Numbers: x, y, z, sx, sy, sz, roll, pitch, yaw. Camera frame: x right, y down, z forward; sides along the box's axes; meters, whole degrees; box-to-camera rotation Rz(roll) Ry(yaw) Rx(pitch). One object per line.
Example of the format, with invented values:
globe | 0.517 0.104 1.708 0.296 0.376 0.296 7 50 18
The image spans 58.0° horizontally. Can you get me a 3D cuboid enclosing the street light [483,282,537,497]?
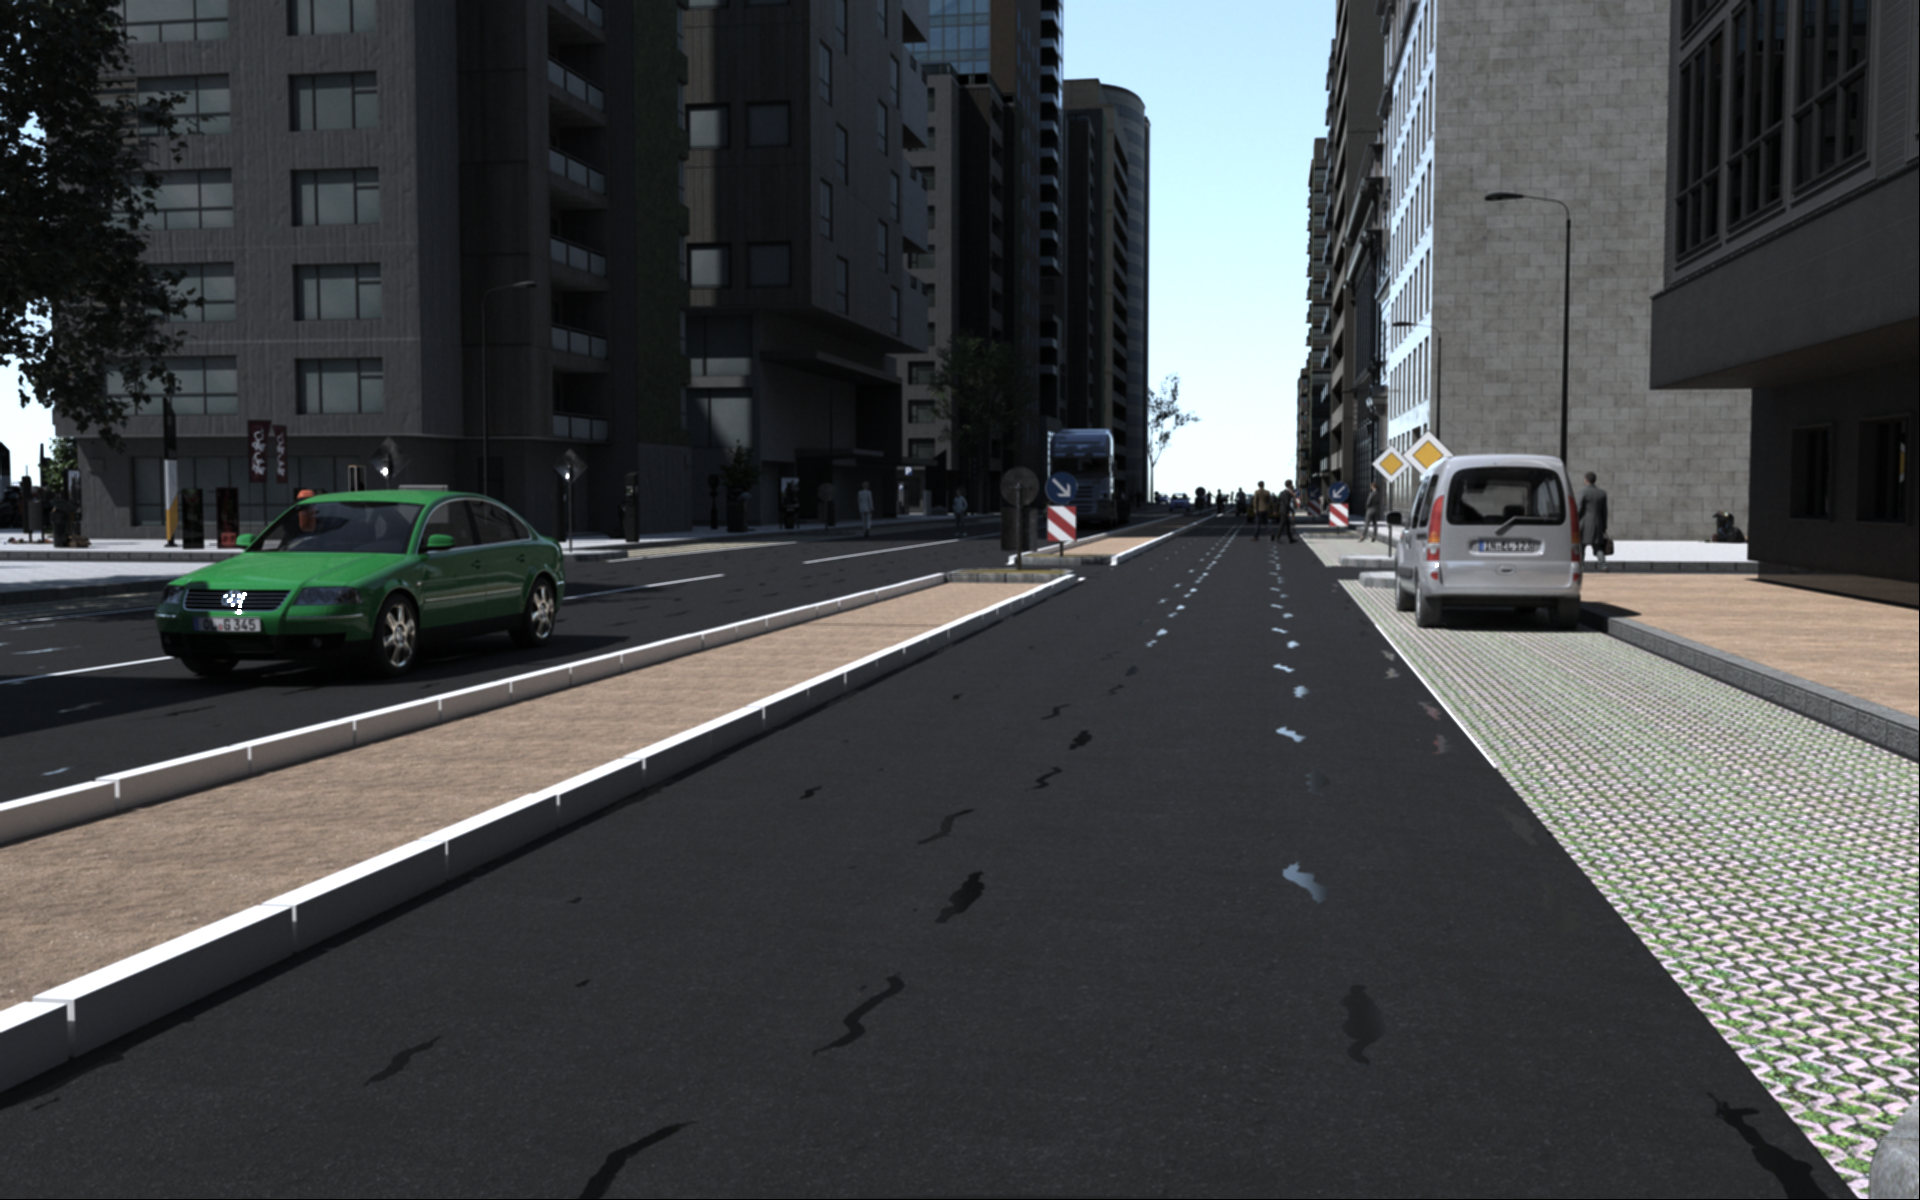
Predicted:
street light | -9.933 -4.012 38.129 1.470 5.913 1.316 1 4 10

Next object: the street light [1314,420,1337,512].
street light | 23.020 -8.286 108.024 1.470 5.913 1.316 1 4 10

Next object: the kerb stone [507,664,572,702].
kerb stone | -3.038 0.602 12.355 0.120 0.150 1.000 1 4 10

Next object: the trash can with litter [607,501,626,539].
trash can with litter | -9.718 -2.343 49.693 1.055 1.170 0.624 3 4 37

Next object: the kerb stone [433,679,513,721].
kerb stone | -3.217 0.664 11.337 0.120 0.150 1.000 1 4 10

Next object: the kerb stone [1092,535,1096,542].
kerb stone | 3.831 -1.775 51.296 0.120 0.150 1.000 1 4 10

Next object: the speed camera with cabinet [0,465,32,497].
speed camera with cabinet | -63.613 -7.495 116.879 2.038 3.252 0.660 1 4 20

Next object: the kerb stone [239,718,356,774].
kerb stone | -3.577 0.788 9.313 0.120 0.150 1.000 1 4 10

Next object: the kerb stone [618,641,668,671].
kerb stone | -2.677 0.478 14.378 0.120 0.150 1.000 1 4 10

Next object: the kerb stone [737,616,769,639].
kerb stone | -2.148 0.293 17.405 0.120 0.150 1.000 1 4 10

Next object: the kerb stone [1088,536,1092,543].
kerb stone | 3.658 -1.718 50.288 0.120 0.150 1.000 1 4 10

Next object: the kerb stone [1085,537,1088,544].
kerb stone | 3.470 -1.655 49.284 0.120 0.150 1.000 1 4 10

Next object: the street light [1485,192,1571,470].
street light | 8.764 -3.313 26.706 1.470 5.913 1.316 1 4 10

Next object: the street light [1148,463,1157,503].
street light | 28.532 -17.393 256.922 1.470 5.913 1.316 1 4 10

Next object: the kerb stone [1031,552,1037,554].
kerb stone | 1.516 -0.976 38.158 0.120 0.150 1.000 1 4 10

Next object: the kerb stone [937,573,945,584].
kerb stone | -0.369 -0.326 27.524 0.120 0.150 1.000 1 4 10

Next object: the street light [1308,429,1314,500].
street light | 25.673 -9.194 122.864 1.470 5.913 1.316 1 4 10

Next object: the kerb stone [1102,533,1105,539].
kerb stone | 4.365 -1.965 54.327 0.120 0.150 1.000 1 4 10

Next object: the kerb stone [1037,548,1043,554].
kerb stone | 1.698 -1.039 39.181 0.120 0.150 1.000 1 4 10

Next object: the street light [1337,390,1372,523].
street light | 17.699 -6.412 77.372 1.470 5.913 1.316 1 4 10

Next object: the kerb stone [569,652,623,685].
kerb stone | -2.857 0.540 13.362 0.120 0.150 1.000 1 4 10

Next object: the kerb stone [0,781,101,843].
kerb stone | -3.931 0.920 7.280 0.120 0.150 1.000 1 4 10

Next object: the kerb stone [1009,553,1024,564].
kerb stone | 1.150 -0.850 36.126 0.120 0.150 1.000 1 4 10

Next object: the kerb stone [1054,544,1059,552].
kerb stone | 2.225 -1.224 42.208 0.120 0.150 1.000 1 4 10

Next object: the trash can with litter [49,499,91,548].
trash can with litter | -21.220 -1.836 41.399 1.055 1.170 0.624 1 4 23

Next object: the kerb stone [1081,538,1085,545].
kerb stone | 3.294 -1.595 48.269 0.120 0.150 1.000 1 4 10

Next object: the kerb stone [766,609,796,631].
kerb stone | -1.968 0.230 18.429 0.120 0.150 1.000 1 4 10

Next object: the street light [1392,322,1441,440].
street light | 12.340 -4.537 46.727 1.470 5.913 1.316 1 4 10

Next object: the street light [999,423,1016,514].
street light | 3.282 -8.631 113.650 1.470 5.913 1.316 1 4 10

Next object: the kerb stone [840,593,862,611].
kerb stone | -1.425 0.045 21.456 0.120 0.150 1.000 1 4 10

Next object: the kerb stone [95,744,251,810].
kerb stone | -3.755 0.850 8.298 0.120 0.150 1.000 1 4 10

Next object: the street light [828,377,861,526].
street light | -4.593 -5.886 68.778 1.470 5.913 1.316 1 4 10

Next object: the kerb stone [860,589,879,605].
kerb stone | -1.257 -0.017 22.474 0.120 0.150 1.000 1 4 10

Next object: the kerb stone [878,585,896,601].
kerb stone | -1.070 -0.076 23.480 0.120 0.150 1.000 1 4 10

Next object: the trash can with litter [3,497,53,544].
trash can with litter | -24.249 -2.086 45.164 2.233 1.210 1.678 2 4 27

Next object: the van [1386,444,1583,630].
van | 5.917 -0.775 19.678 2.013 2.044 4.112 1 4 10

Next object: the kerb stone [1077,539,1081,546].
kerb stone | 3.121 -1.529 47.262 0.120 0.150 1.000 1 4 10

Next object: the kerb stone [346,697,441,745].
kerb stone | -3.397 0.726 10.322 0.120 0.150 1.000 1 4 10

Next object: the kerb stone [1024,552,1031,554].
kerb stone | 1.334 -0.914 37.143 0.120 0.150 1.000 1 4 10

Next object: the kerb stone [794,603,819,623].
kerb stone | -1.795 0.169 19.437 0.120 0.150 1.000 1 4 10

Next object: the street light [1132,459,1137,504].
street light | 23.174 -15.519 226.277 1.470 5.913 1.316 1 4 10

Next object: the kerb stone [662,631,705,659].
kerb stone | -2.510 0.416 15.386 0.120 0.150 1.000 1 4 10

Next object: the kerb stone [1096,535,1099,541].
kerb stone | 4.012 -1.842 52.311 0.120 0.150 1.000 1 4 10

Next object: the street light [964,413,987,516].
street light | 0.832 -7.760 99.411 1.470 5.913 1.316 1 4 10

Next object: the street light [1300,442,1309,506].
street light | 31.121 -11.067 153.493 1.470 5.913 1.316 1 4 10

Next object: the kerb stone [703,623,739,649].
kerb stone | -2.324 0.357 16.392 0.120 0.150 1.000 1 4 10

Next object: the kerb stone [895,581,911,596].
kerb stone | -0.895 -0.136 24.487 0.120 0.150 1.000 1 4 10

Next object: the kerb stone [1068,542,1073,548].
kerb stone | 2.767 -1.403 45.249 0.120 0.150 1.000 1 4 10

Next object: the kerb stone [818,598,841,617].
kerb stone | -1.613 0.110 20.443 0.120 0.150 1.000 1 4 10

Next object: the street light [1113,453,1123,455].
street light | 17.723 -13.646 195.648 1.470 5.913 1.316 1 4 10

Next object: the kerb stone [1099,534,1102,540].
kerb stone | 4.184 -1.904 53.319 0.120 0.150 1.000 1 4 10

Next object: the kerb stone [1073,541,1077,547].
kerb stone | 2.943 -1.472 46.255 0.120 0.150 1.000 1 4 10

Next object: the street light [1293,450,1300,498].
street light | 36.489 -12.942 184.137 1.470 5.913 1.316 1 4 10

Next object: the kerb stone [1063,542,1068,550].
kerb stone | 2.581 -1.345 44.237 0.120 0.150 1.000 1 4 10

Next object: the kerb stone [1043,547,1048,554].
kerb stone | 1.869 -1.101 40.189 0.120 0.150 1.000 1 4 10

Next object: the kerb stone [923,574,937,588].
kerb stone | -0.544 -0.263 26.504 0.120 0.150 1.000 1 4 10

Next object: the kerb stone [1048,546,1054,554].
kerb stone | 2.044 -1.162 41.196 0.120 0.150 1.000 1 4 10

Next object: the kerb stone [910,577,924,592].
kerb stone | -0.719 -0.202 25.494 0.120 0.150 1.000 1 4 10
